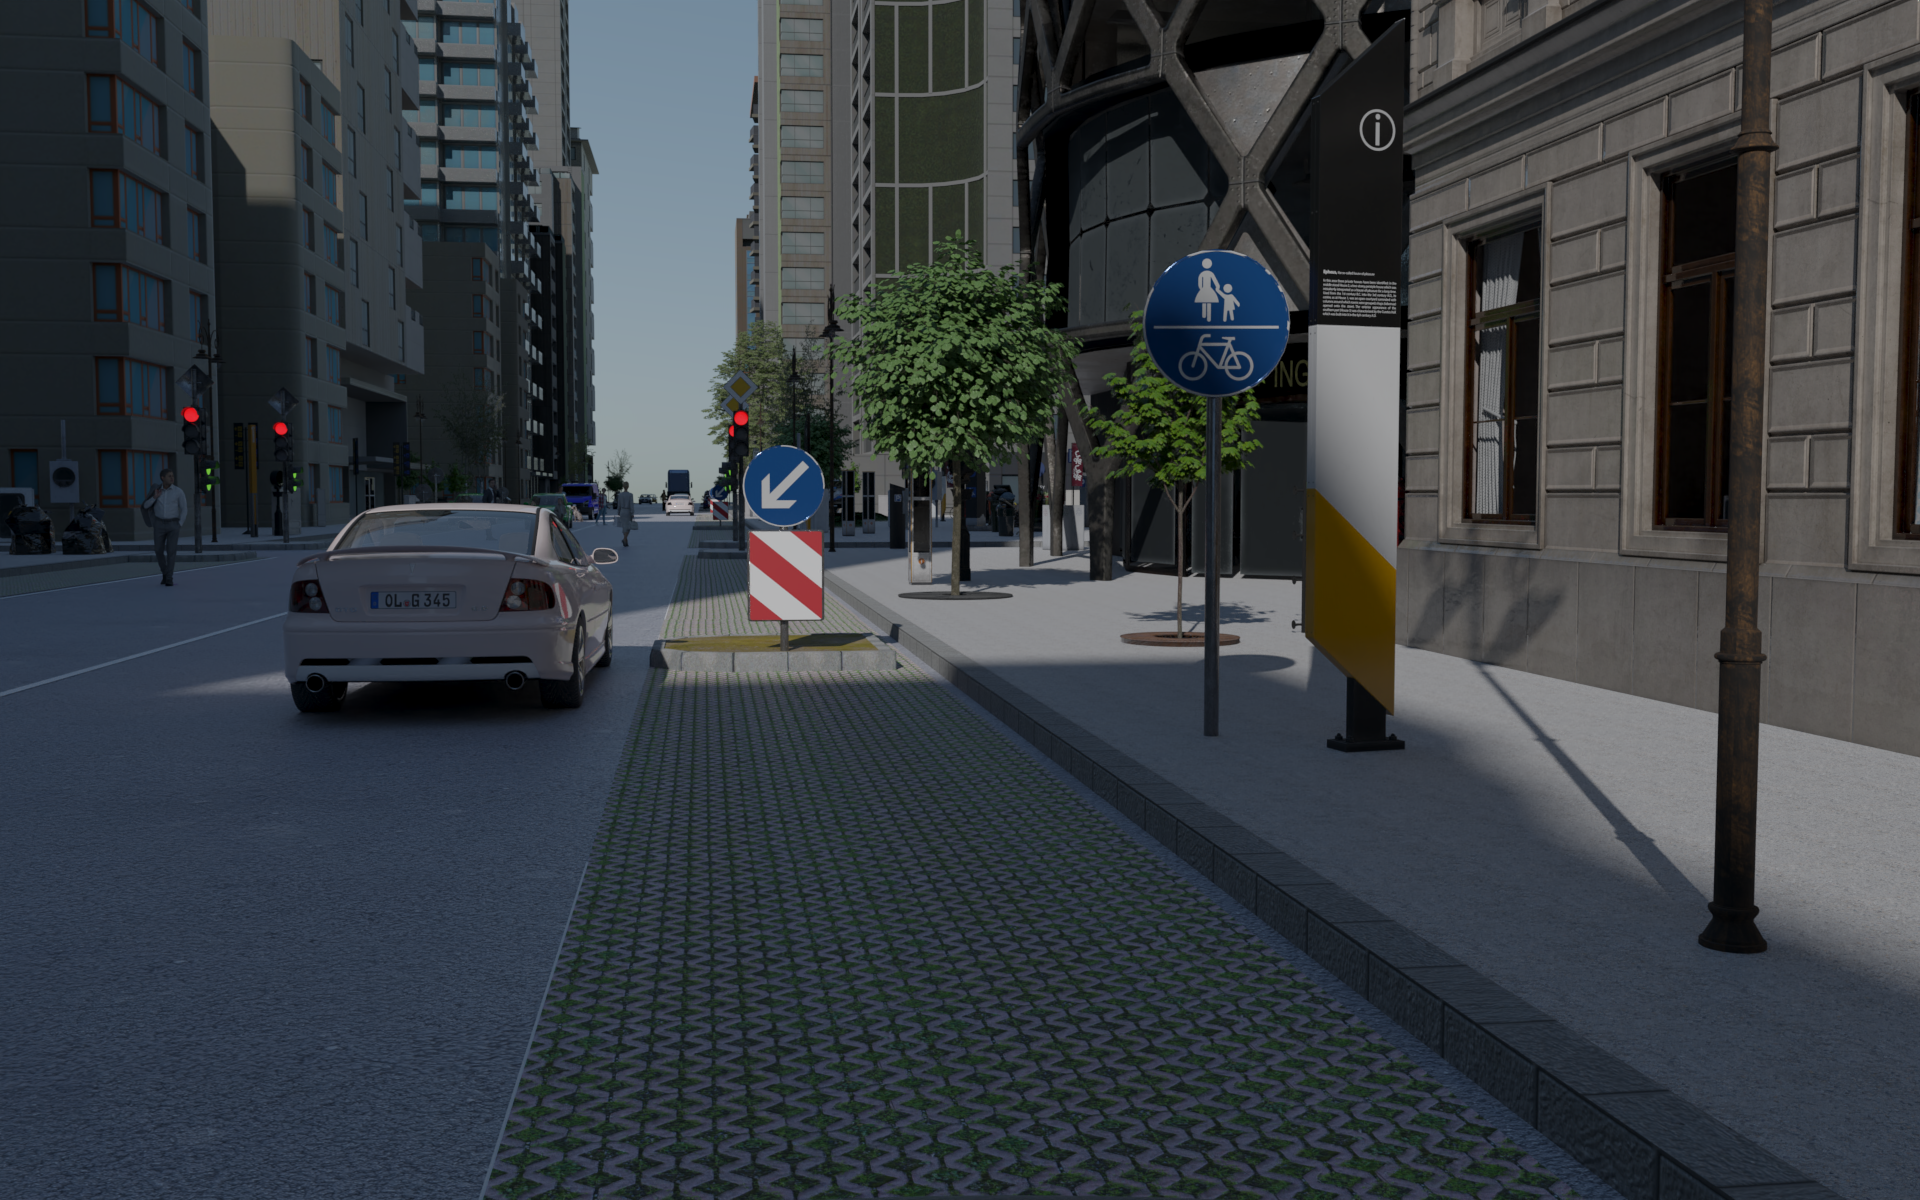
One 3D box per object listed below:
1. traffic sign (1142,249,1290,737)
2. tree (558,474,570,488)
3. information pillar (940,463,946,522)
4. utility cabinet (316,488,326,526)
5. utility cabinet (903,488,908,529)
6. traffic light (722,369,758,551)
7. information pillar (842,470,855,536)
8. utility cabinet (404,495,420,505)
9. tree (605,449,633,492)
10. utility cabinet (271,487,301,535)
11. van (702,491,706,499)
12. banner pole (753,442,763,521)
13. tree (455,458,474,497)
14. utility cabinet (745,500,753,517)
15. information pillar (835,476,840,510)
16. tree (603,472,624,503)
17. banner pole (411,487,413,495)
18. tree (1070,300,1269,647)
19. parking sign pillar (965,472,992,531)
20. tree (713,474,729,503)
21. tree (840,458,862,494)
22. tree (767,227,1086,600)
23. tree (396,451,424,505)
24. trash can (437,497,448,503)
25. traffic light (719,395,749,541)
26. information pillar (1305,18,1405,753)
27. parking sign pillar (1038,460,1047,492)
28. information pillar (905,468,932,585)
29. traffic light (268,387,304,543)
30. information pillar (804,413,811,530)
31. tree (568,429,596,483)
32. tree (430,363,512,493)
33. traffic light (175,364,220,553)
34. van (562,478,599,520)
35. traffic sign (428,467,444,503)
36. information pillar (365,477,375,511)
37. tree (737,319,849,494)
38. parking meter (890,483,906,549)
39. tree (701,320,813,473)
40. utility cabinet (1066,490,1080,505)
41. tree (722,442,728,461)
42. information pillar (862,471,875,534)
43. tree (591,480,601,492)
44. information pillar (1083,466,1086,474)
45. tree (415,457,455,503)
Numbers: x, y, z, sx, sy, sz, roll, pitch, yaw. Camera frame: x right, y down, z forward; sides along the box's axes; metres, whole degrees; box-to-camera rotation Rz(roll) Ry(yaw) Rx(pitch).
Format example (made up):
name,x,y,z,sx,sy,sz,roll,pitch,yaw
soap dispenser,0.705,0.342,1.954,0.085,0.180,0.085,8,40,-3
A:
name,x,y,z,sx,sy,sz,roll,pitch,yaw
traffic sign,1.335,-0.551,9.123,0.768,2.556,0.104,0,4,0
tree,-38.078,-10.564,167.323,1.663,3.219,1.824,0,3,0
information pillar,-0.770,-5.481,80.971,0.183,3.616,0.504,-1,4,-18
utility cabinet,-25.076,-3.629,68.008,0.318,1.500,1.173,-1,4,-22
utility cabinet,-1.802,-3.294,62.536,0.318,1.500,1.173,-1,4,-15
traffic light,-4.968,-3.074,39.173,0.839,4.253,0.868,-1,4,-8
information pillar,-3.396,-2.949,52.709,0.304,2.012,0.304,-2,4,-30
utility cabinet,-27.403,-4.615,86.621,0.306,1.237,1.020,1,4,13
tree,-54.352,-19.969,276.851,4.360,8.622,3.978,0,3,0
utility cabinet,-20.924,-2.761,53.825,0.318,1.500,1.173,1,4,9
van,-32.400,-13.280,224.133,2.013,2.044,4.112,-1,4,-8
banner pole,-9.652,-5.689,83.029,0.401,3.779,0.863,3,4,37
tree,-27.194,-6.048,93.484,1.663,3.219,1.824,0,3,0
utility cabinet,-11.954,-5.312,98.014,0.306,1.237,1.020,0,4,2
information pillar,-6.134,-5.765,85.618,0.504,3.616,0.183,3,5,44
tree,-51.372,-16.743,257.466,4.285,4.588,4.351,0,3,0
banner pole,-36.394,-7.613,114.493,0.863,3.779,0.401,1,4,23
tree,1.773,-1.241,14.898,1.663,3.219,1.824,0,3,0
parking sign pillar,0.543,-4.384,60.157,1.447,3.967,1.447,1,4,14
tree,-35.506,-16.955,260.924,4.285,4.588,4.351,0,3,0
tree,-5.683,-6.007,92.822,1.663,3.219,1.824,0,3,0
tree,-0.137,-2.309,21.471,4.285,4.588,4.351,0,3,0
tree,-36.131,-7.834,111.798,4.285,4.588,4.351,0,3,0
trash can,-29.220,-5.259,97.642,0.748,1.137,0.748,0,3,0
traffic light,-6.136,-3.557,47.072,0.839,4.253,0.868,-1,4,-8
information pillar,1.967,-1.054,8.593,0.504,3.616,0.183,-1,4,-19
parking sign pillar,4.357,-6.828,100.111,1.447,3.967,1.447,-1,4,-9
information pillar,-0.566,-1.222,24.475,0.304,2.012,0.304,-1,4,-10
traffic light,-17.670,-3.452,45.357,0.839,4.253,0.868,-1,4,-8
information pillar,-4.419,-3.598,50.186,0.183,3.616,0.504,-1,4,-16
tree,-43.175,-14.997,195.555,4.737,8.622,4.395,0,3,0
tree,-27.918,-9.064,98.561,4.360,8.622,3.978,0,3,0
traffic light,-16.501,-2.969,37.457,0.839,4.253,0.868,-1,4,-8
van,-21.387,-5.678,97.227,2.240,2.365,5.245,0,4,-7
traffic sign,-24.926,-5.033,82.397,0.768,2.556,0.104,0,4,-7
information pillar,-26.089,-4.409,76.586,0.304,2.012,0.304,2,4,32
tree,-6.818,-7.548,73.765,4.360,8.622,3.978,0,3,0
parking meter,-1.464,-1.971,40.629,0.372,1.533,0.369,0,3,0
tree,-13.193,-11.942,113.384,7.486,12.596,7.792,0,3,0
utility cabinet,6.537,-5.402,97.001,1.173,1.500,0.318,1,4,13
tree,-26.121,-15.608,205.556,4.360,8.622,3.978,0,3,0
information pillar,-2.953,-3.154,56.057,0.304,2.012,0.304,-3,5,-41
tree,-44.073,-13.175,210.017,1.663,3.219,1.824,0,3,0
information pillar,6.379,-5.920,88.150,0.183,3.616,0.504,-3,4,-36
tree,-27.680,-5.878,90.698,1.663,3.219,1.824,0,3,0
